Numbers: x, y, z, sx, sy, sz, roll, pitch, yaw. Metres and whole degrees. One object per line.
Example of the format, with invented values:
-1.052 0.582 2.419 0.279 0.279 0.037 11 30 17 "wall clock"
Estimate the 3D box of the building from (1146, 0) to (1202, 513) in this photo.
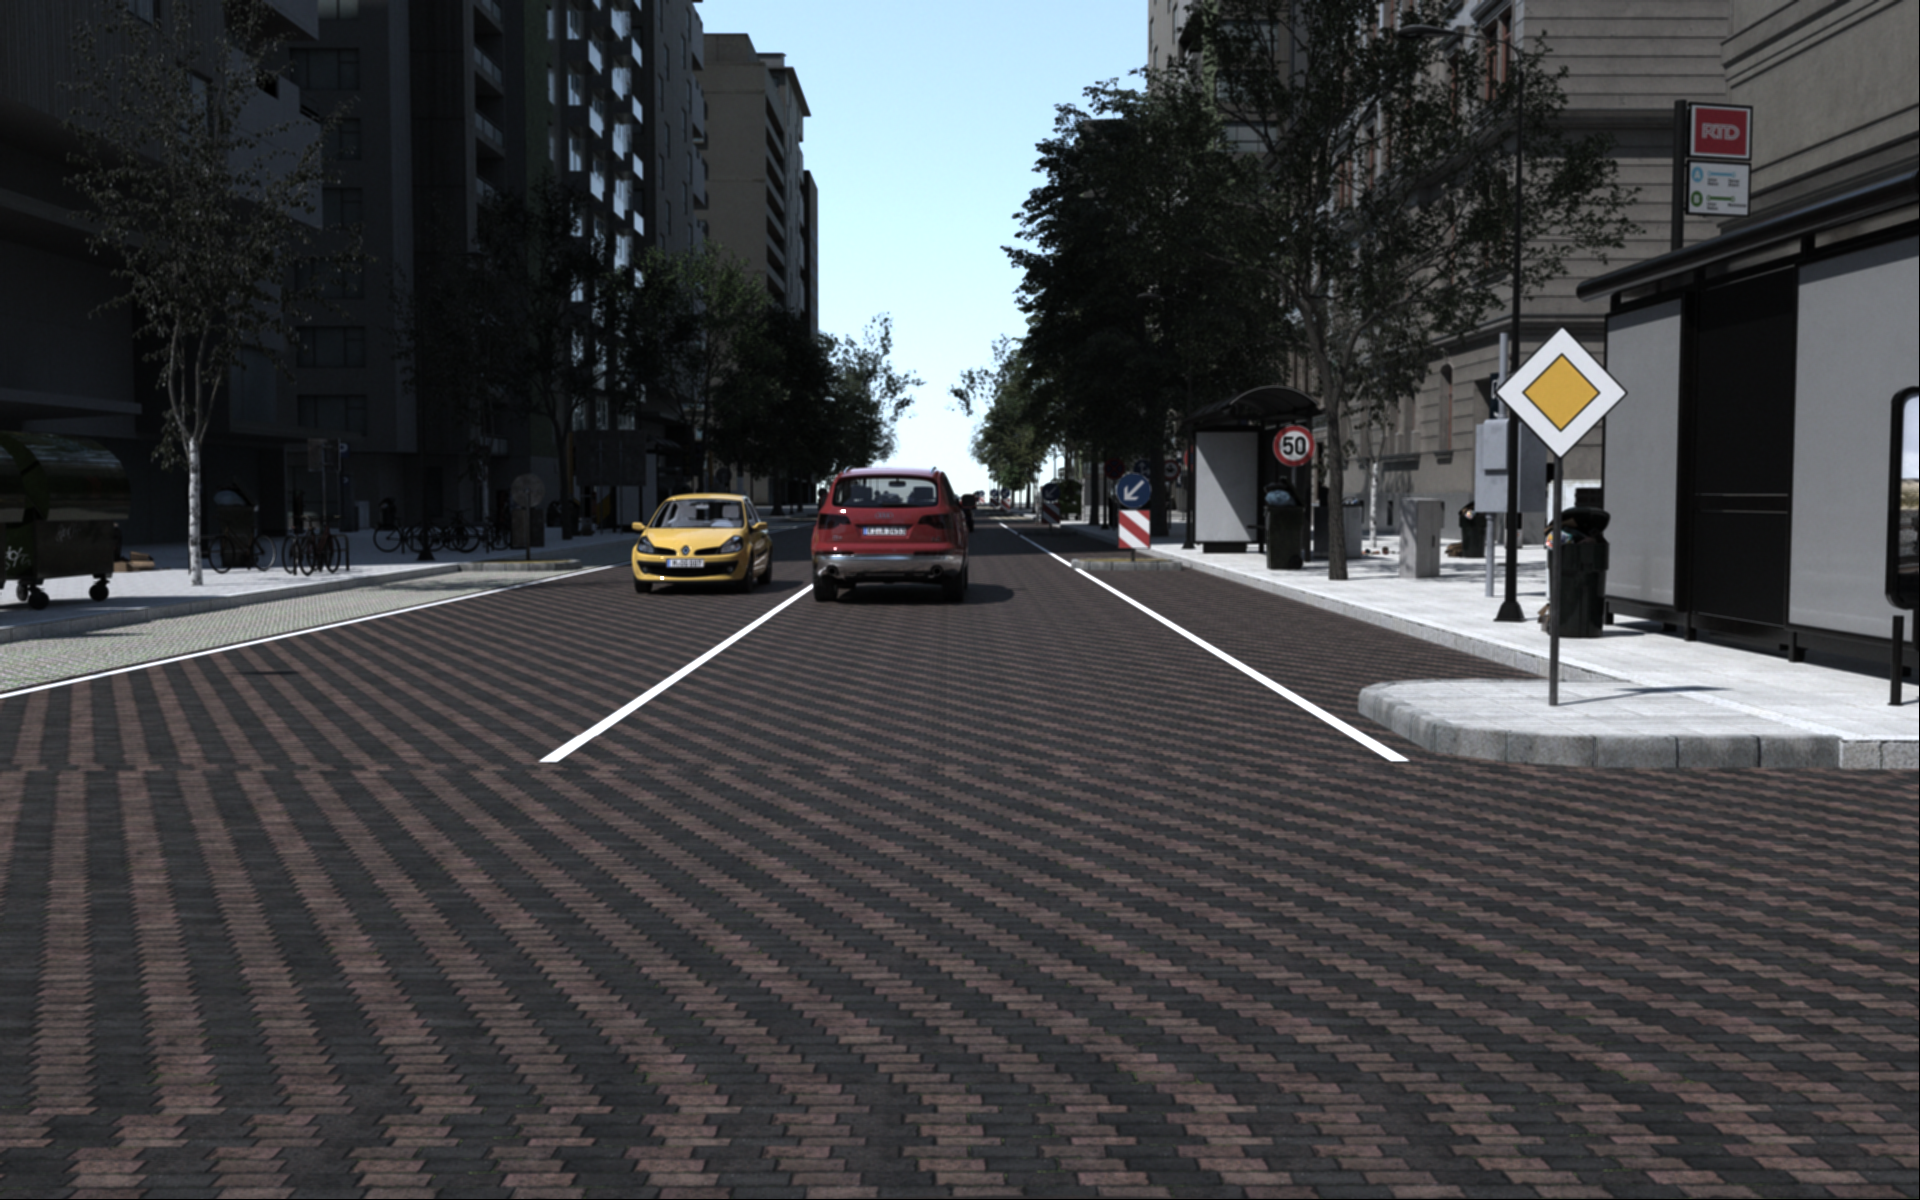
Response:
27.255 -32.150 114.886 28.713 52.752 27.495 0 4 0 "building"

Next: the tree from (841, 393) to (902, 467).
-11.282 -17.978 204.314 12.009 13.543 11.850 0 3 0 "tree"

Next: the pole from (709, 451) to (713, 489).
-11.833 -5.413 82.339 0.158 3.312 0.155 0 3 0 "pole"

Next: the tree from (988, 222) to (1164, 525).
5.411 -9.373 71.367 7.486 12.596 7.792 0 3 0 "tree"

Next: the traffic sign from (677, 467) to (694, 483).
-12.421 -4.784 78.328 0.768 2.556 0.104 0 4 3 "traffic sign"

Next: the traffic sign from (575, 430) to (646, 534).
-11.054 -3.730 54.853 2.265 3.308 0.079 0 4 4 "traffic sign"

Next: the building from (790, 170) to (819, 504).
-26.487 -35.671 233.324 14.600 45.320 14.200 0 4 0 "building"

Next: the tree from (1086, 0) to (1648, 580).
5.769 -5.596 25.905 8.767 10.594 7.601 1 4 15 "tree"

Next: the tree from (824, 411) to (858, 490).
-10.741 -11.955 145.826 4.360 8.622 3.978 0 3 0 "tree"

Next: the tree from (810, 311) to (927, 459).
-9.821 -19.747 178.745 12.611 20.169 13.585 0 3 0 "tree"

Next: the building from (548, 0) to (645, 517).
-30.996 -29.414 100.521 23.786 49.044 30.456 0 4 0 "building"

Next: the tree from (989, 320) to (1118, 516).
6.235 -10.616 99.333 9.928 11.665 9.643 0 3 0 "tree"

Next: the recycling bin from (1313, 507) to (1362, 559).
7.521 -1.342 34.494 0.722 1.027 0.722 -1 4 -18 "recycling bin"

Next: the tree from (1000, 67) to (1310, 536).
6.108 -8.910 52.337 9.857 13.997 8.962 0 3 0 "tree"

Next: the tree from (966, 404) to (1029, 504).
5.176 -19.510 229.361 12.009 13.543 11.850 0 3 0 "tree"

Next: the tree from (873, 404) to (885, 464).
-10.523 -14.922 162.093 7.486 12.596 7.792 0 3 0 "tree"

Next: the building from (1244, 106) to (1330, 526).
18.803 -12.908 75.673 10.561 19.102 19.286 0 4 0 "building"

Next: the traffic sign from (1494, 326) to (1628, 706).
3.594 -0.415 10.435 0.795 2.450 0.064 0 4 0 "traffic sign"

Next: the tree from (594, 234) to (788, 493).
-10.770 -8.869 70.771 9.928 11.665 9.643 0 3 0 "tree"

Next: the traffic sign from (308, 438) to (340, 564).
-11.680 -1.816 31.817 0.606 2.300 0.079 0 4 7 "traffic sign"

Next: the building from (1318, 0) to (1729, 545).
20.067 -16.307 54.012 14.401 28.519 23.554 0 4 0 "building"

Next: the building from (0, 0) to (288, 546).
-31.173 -27.363 36.625 28.713 52.752 27.495 0 4 0 "building"

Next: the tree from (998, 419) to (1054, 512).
5.675 -11.986 146.331 4.737 8.622 4.395 0 3 0 "tree"

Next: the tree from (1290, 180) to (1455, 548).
9.876 -5.563 41.316 4.360 8.622 3.978 0 3 0 "tree"

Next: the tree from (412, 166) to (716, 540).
-11.123 -6.997 48.807 8.767 10.594 7.601 -1 4 -14 "tree"

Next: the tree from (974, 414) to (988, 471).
5.274 -16.349 185.437 7.486 12.596 7.792 0 3 0 "tree"

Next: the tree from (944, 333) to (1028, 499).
4.330 -21.440 206.436 12.611 20.169 13.585 0 3 0 "tree"

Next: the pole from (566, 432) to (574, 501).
-12.882 -3.876 57.223 0.158 3.312 0.155 0 3 0 "pole"

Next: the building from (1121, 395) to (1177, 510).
29.538 -27.499 141.483 32.217 40.220 23.993 0 4 0 "building"

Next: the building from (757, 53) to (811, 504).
-33.389 -38.105 212.250 28.713 52.752 27.495 0 4 0 "building"

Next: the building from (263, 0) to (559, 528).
-25.034 -23.624 69.853 14.154 41.232 14.086 0 4 0 "building"

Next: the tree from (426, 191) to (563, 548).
-11.606 -5.559 41.255 4.360 8.622 3.978 0 3 0 "tree"

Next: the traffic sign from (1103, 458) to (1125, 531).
5.393 -3.701 60.615 0.768 2.556 0.104 0 3 0 "traffic sign"

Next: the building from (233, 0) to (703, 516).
-34.066 -33.066 129.860 28.713 52.752 27.495 0 4 0 "building"

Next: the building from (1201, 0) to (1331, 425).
19.974 -25.129 94.447 14.154 41.232 14.086 0 4 0 "building"

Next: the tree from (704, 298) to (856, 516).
-10.827 -11.264 101.180 9.611 12.733 9.660 0 3 0 "tree"

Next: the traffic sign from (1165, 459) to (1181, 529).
7.719 -3.888 63.671 0.768 2.556 0.104 0 3 0 "traffic sign"

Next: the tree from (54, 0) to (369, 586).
-10.586 -4.518 24.234 4.360 8.622 3.978 0 3 0 "tree"

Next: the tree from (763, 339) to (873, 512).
-11.083 -12.604 124.198 7.486 12.596 7.792 0 3 0 "tree"

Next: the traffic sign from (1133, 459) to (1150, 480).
6.745 -3.889 63.697 0.768 2.556 0.104 0 4 2 "traffic sign"

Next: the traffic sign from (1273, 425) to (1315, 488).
6.155 -1.948 31.961 0.768 2.556 0.104 1 4 8 "traffic sign"

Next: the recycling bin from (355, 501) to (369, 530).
-21.896 -3.069 62.728 0.722 1.027 0.722 1 4 10 "recycling bin"

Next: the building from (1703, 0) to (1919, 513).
28.741 -11.754 25.469 30.059 22.955 16.112 0 4 0 "building"

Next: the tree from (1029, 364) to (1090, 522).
5.536 -7.916 79.793 4.360 8.622 3.978 0 3 0 "tree"

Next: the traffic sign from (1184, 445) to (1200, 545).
5.976 -2.645 43.344 0.768 2.556 0.104 0 4 1 "traffic sign"

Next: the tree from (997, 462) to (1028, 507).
5.436 -11.575 172.963 4.285 4.588 4.351 0 3 0 "tree"
